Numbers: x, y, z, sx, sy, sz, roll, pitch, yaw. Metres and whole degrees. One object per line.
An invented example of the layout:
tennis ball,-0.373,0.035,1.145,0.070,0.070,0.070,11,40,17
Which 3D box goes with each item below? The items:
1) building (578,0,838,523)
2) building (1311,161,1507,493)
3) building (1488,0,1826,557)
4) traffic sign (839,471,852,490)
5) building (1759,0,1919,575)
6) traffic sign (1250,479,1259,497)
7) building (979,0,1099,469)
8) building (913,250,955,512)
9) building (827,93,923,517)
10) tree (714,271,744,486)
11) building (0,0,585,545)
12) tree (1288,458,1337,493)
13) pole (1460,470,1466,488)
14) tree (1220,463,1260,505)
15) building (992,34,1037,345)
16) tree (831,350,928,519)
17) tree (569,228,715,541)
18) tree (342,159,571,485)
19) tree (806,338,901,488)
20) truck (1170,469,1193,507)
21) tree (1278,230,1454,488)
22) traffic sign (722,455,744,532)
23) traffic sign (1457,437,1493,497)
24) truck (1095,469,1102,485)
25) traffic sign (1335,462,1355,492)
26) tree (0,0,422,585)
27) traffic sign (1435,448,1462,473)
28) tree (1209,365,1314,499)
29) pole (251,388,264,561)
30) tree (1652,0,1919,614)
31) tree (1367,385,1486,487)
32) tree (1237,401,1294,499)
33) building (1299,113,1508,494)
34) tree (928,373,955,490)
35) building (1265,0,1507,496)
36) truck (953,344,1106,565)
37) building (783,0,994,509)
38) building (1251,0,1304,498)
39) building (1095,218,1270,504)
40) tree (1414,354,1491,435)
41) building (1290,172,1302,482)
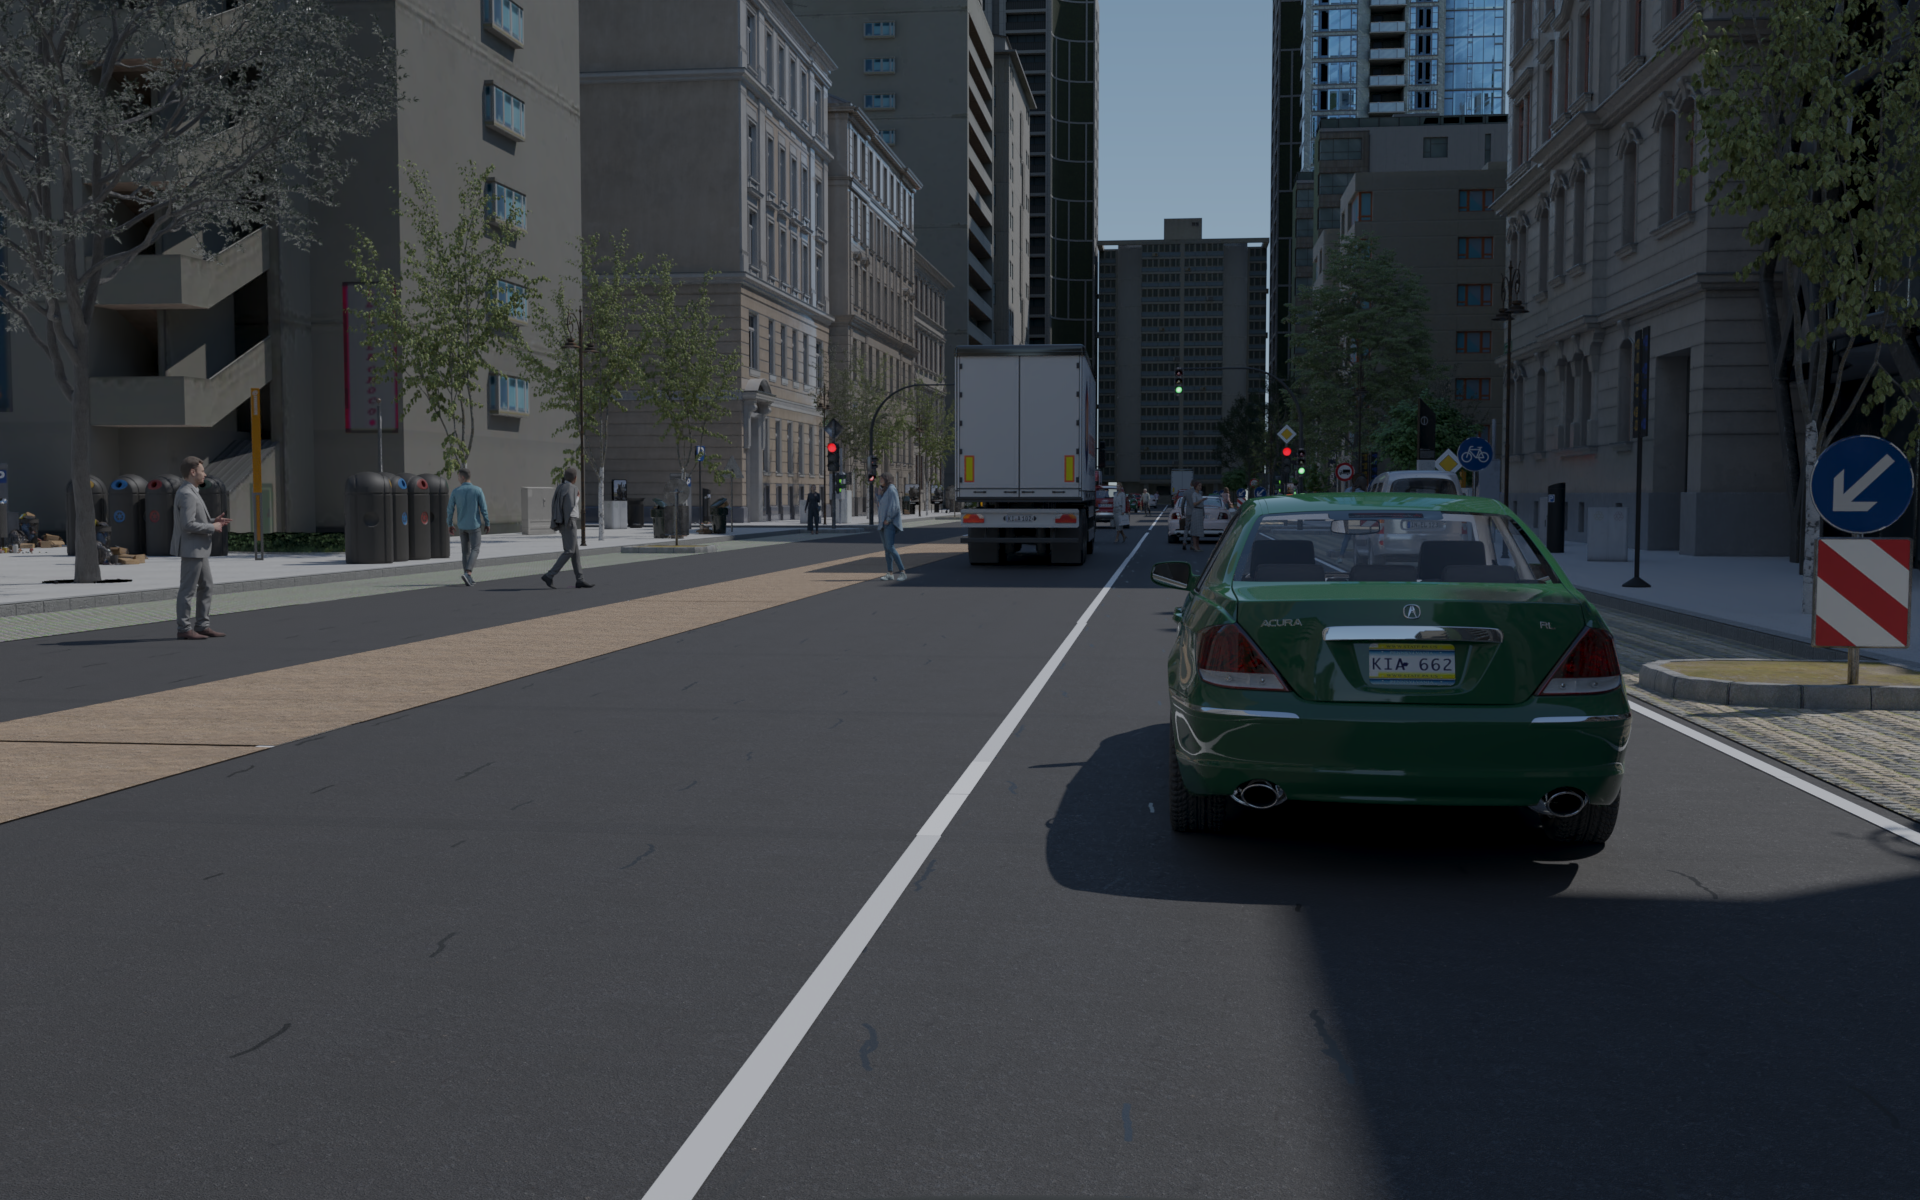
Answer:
building,-14.477,-18.337,85.708,13.634,28.700,20.117,0,4,7
building,36.713,-15.959,105.975,27.650,21.520,28.899,0,4,7
building,22.676,-15.759,45.057,14.401,28.519,23.554,0,4,7
traffic sign,-5.176,-4.659,78.307,0.606,2.300,0.079,1,4,11
building,21.243,-9.635,24.977,16.820,18.784,16.811,0,4,7
traffic sign,24.106,-8.669,141.838,0.768,2.556,0.104,0,4,8
building,8.605,-49.157,241.965,20.611,71.187,20.563,0,4,7
building,-7.493,-18.047,131.220,11.583,22.565,21.152,0,4,7
building,-10.214,-19.006,108.018,12.463,27.353,25.104,0,4,7
tree,-8.453,-6.271,52.897,4.737,8.622,4.395,0,3,0
building,-25.518,-26.256,52.986,21.600,48.544,21.300,0,4,7
tree,16.918,-5.400,82.888,1.663,3.219,1.824,0,3,0
pole,16.409,-3.834,56.524,0.158,3.312,0.155,0,3,0
tree,32.338,-13.487,204.227,4.285,4.588,4.351,0,3,0
building,-5.777,-37.773,206.820,27.495,52.752,28.713,0,4,7
tree,-4.468,-8.443,88.403,4.737,8.622,4.395,0,3,0
tree,-10.115,-5.950,47.647,4.737,8.622,4.395,0,3,0
tree,-10.979,-5.319,37.333,4.737,8.622,4.395,0,3,0
tree,-5.222,-8.037,81.767,4.360,8.622,3.978,0,3,0
truck,25.462,-12.827,198.641,2.839,4.237,11.283,0,4,7
tree,17.519,-9.594,74.985,7.486,12.596,7.792,0,3,0
traffic sign,-7.671,-3.559,58.188,0.884,2.594,0.081,1,4,15
traffic sign,11.469,-2.356,38.632,0.768,2.556,0.104,1,4,11
truck,14.617,-12.611,195.100,2.839,4.237,11.283,0,4,6
traffic sign,15.480,-4.258,69.720,0.768,2.556,0.104,1,4,17
tree,-12.746,-6.988,24.622,12.009,13.543,11.850,0,3,0
traffic sign,12.296,-2.598,43.661,0.795,2.450,0.064,1,4,15
tree,22.632,-11.753,126.568,8.767,10.594,7.601,1,4,16
pole,-13.565,-2.421,33.422,0.158,3.312,0.155,0,3,0
tree,9.166,-4.142,18.088,4.737,8.622,4.395,0,3,0
tree,13.965,-4.180,52.055,4.285,4.588,4.351,0,3,0
tree,24.373,-11.372,136.286,4.737,8.622,4.395,0,3,0
building,34.573,-22.259,135.642,14.160,30.474,14.107,0,4,7
tree,-1.739,-9.369,103.551,4.737,8.622,4.395,0,3,0
building,58.105,-56.474,236.027,31.000,86.520,22.319,0,4,7
truck,1.693,-3.009,38.112,2.839,4.237,11.283,0,4,6
building,-8.636,-32.704,158.410,21.300,48.544,21.600,0,4,7
building,45.119,-46.807,203.547,20.563,71.187,20.611,0,4,7
building,31.551,-33.934,246.704,23.993,40.220,32.217,0,4,7
tree,25.363,-8.569,90.472,4.360,8.622,3.978,0,3,0
building,36.997,-23.561,156.920,14.160,30.474,14.107,0,4,7
